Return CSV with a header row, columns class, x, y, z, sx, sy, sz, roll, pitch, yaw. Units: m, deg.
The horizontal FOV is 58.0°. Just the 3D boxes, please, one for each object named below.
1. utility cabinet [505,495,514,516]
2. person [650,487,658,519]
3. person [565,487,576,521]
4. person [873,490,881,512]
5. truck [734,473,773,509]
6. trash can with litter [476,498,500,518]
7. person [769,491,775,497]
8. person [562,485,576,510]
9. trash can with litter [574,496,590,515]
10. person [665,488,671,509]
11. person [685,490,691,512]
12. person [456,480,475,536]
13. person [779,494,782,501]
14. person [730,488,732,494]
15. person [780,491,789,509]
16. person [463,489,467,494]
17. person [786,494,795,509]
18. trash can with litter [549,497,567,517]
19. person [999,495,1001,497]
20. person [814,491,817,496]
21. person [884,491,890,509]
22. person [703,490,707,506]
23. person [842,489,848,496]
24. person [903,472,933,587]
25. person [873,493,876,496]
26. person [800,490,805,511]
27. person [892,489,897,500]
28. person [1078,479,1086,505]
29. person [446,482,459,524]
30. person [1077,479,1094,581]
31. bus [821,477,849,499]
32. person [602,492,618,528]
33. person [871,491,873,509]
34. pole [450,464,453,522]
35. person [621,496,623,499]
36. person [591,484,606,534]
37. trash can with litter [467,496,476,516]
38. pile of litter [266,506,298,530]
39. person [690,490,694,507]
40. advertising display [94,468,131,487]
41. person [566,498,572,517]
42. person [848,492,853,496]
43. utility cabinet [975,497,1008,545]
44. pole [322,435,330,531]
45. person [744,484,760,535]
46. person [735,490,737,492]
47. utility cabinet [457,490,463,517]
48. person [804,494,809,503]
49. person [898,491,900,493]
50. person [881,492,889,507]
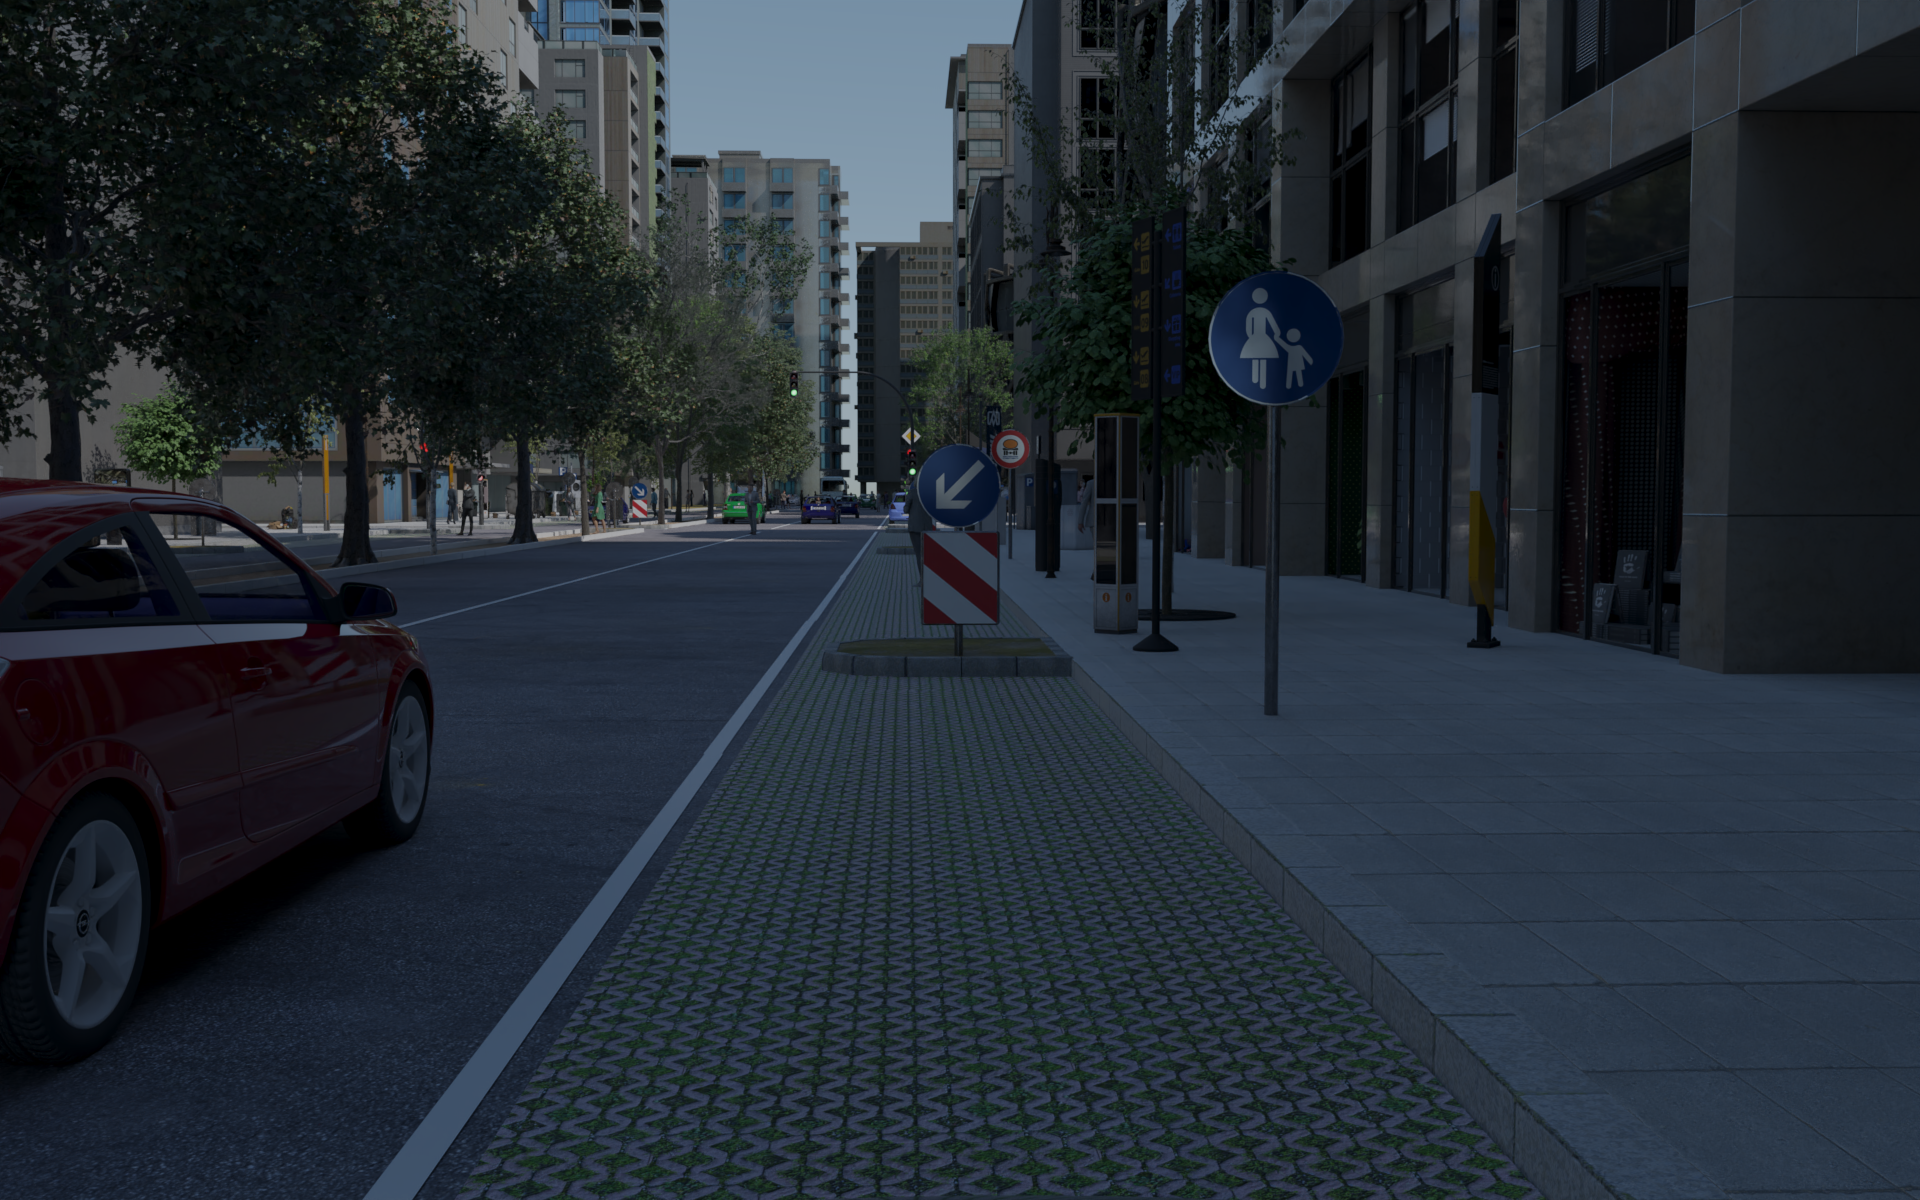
class,x,y,z,sx,sy,sz,roll,pitch,yaw
utility cabinet,-25.589,-5.406,99.556,1.020,1.237,0.306,-1,4,-12
person,-17.885,-5.690,101.555,0.620,1.820,0.660,1,4,10
person,-20.627,-5.070,91.662,0.520,1.790,0.573,-2,4,-29
person,-6.447,-7.694,134.858,0.480,1.755,0.524,3,5,41
truck,-20.201,-11.092,171.105,2.967,4.110,18.799,0,4,-3
trash can with litter,-24.891,-4.911,91.687,1.055,1.170,0.624,-1,4,-11
person,-23.335,-12.517,213.139,1.348,1.826,0.705,1,4,10
person,-23.199,-5.917,102.777,0.794,1.824,0.713,-3,5,-44
trash can with litter,-23.191,-5.787,106.005,1.055,1.170,0.624,-1,4,-9
person,-25.262,-8.723,148.793,0.705,1.807,1.348,2,4,30
person,-21.261,-7.719,135.050,0.374,1.781,0.599,-2,4,-33
person,-17.040,-3.175,59.781,0.648,1.900,0.474,2,4,30
person,-23.003,-12.872,222.148,0.628,1.438,0.799,-1,4,-12
person,-14.513,-6.129,108.623,0.836,1.842,0.656,-1,4,-14
person,-16.404,-9.362,162.099,0.617,1.759,0.750,3,4,37
person,-28.184,-5.658,99.103,0.519,1.759,0.362,2,4,27
person,-16.548,-9.606,168.754,0.799,1.438,0.628,-2,4,-27
trash can with litter,-22.769,-5.314,98.276,1.055,1.170,0.624,-1,4,-11
person,0.973,-2.808,52.127,0.511,1.800,0.466,1,4,12
person,-17.774,-12.468,212.480,0.705,1.807,1.348,0,4,1
person,-7.200,-9.820,169.972,0.530,1.710,0.541,-2,4,-29
person,-27.448,-10.955,186.081,0.530,1.710,0.541,0,4,6
person,-8.625,-7.362,129.218,0.721,1.781,0.623,1,4,21
person,-0.661,-1.099,26.656,0.537,1.800,0.526,-2,4,-29
person,-10.928,-12.735,216.799,1.350,1.814,0.705,1,4,17
person,-13.727,-8.674,150.458,0.705,1.807,1.348,-1,4,-15
person,-5.504,-8.414,145.906,0.661,1.843,0.795,3,5,44
person,3.839,-2.917,54.319,0.643,1.750,0.593,-2,4,-31
person,-21.505,-4.095,73.412,0.576,1.772,0.534,0,4,2
person,2.027,-1.114,24.528,0.678,1.792,0.850,-1,4,-23
bus,-13.724,-11.920,189.750,2.948,3.499,13.247,0,4,-3
person,-14.037,-3.729,69.646,0.661,1.801,0.590,-1,4,-16
person,-8.409,-9.434,163.482,0.721,1.736,1.217,1,4,13
pole,-23.159,-5.202,78.899,0.158,3.312,0.155,0,3,0
person,-23.883,-7.042,121.097,0.656,1.842,0.836,-1,4,-15
person,-12.800,-3.222,61.420,0.529,1.795,0.600,-1,4,-21
trash can with litter,-27.848,-5.308,98.175,1.055,1.170,0.624,-1,4,-23
pile of litter,-24.746,-3.002,63.056,1.176,0.858,1.719,1,4,12
person,-27.648,-10.461,177.801,0.721,1.735,1.217,1,4,22
advertising display,-21.244,-2.339,43.453,0.974,1.923,0.123,1,4,12
person,-22.323,-5.421,98.953,0.425,1.301,0.394,-1,4,-21
person,-13.430,-12.361,212.073,0.593,1.643,0.415,-1,4,-16
utility cabinet,0.781,-2.019,44.178,0.306,1.237,1.020,-2,4,-34
pole,-21.962,-4.045,59.976,0.158,3.312,0.155,0,3,0
person,-7.374,-3.197,60.968,0.606,1.804,0.583,1,4,16
person,-26.049,-11.969,202.259,0.721,1.766,1.217,-1,4,-13
utility cabinet,-27.449,-5.239,94.335,0.318,1.500,1.173,-3,5,-40
person,-19.432,-12.714,219.557,0.628,1.438,0.799,2,4,34
person,-6.303,-10.223,176.179,0.750,1.759,0.617,1,4,14
person,-8.320,-11.104,190.867,1.217,1.723,0.721,3,4,38
